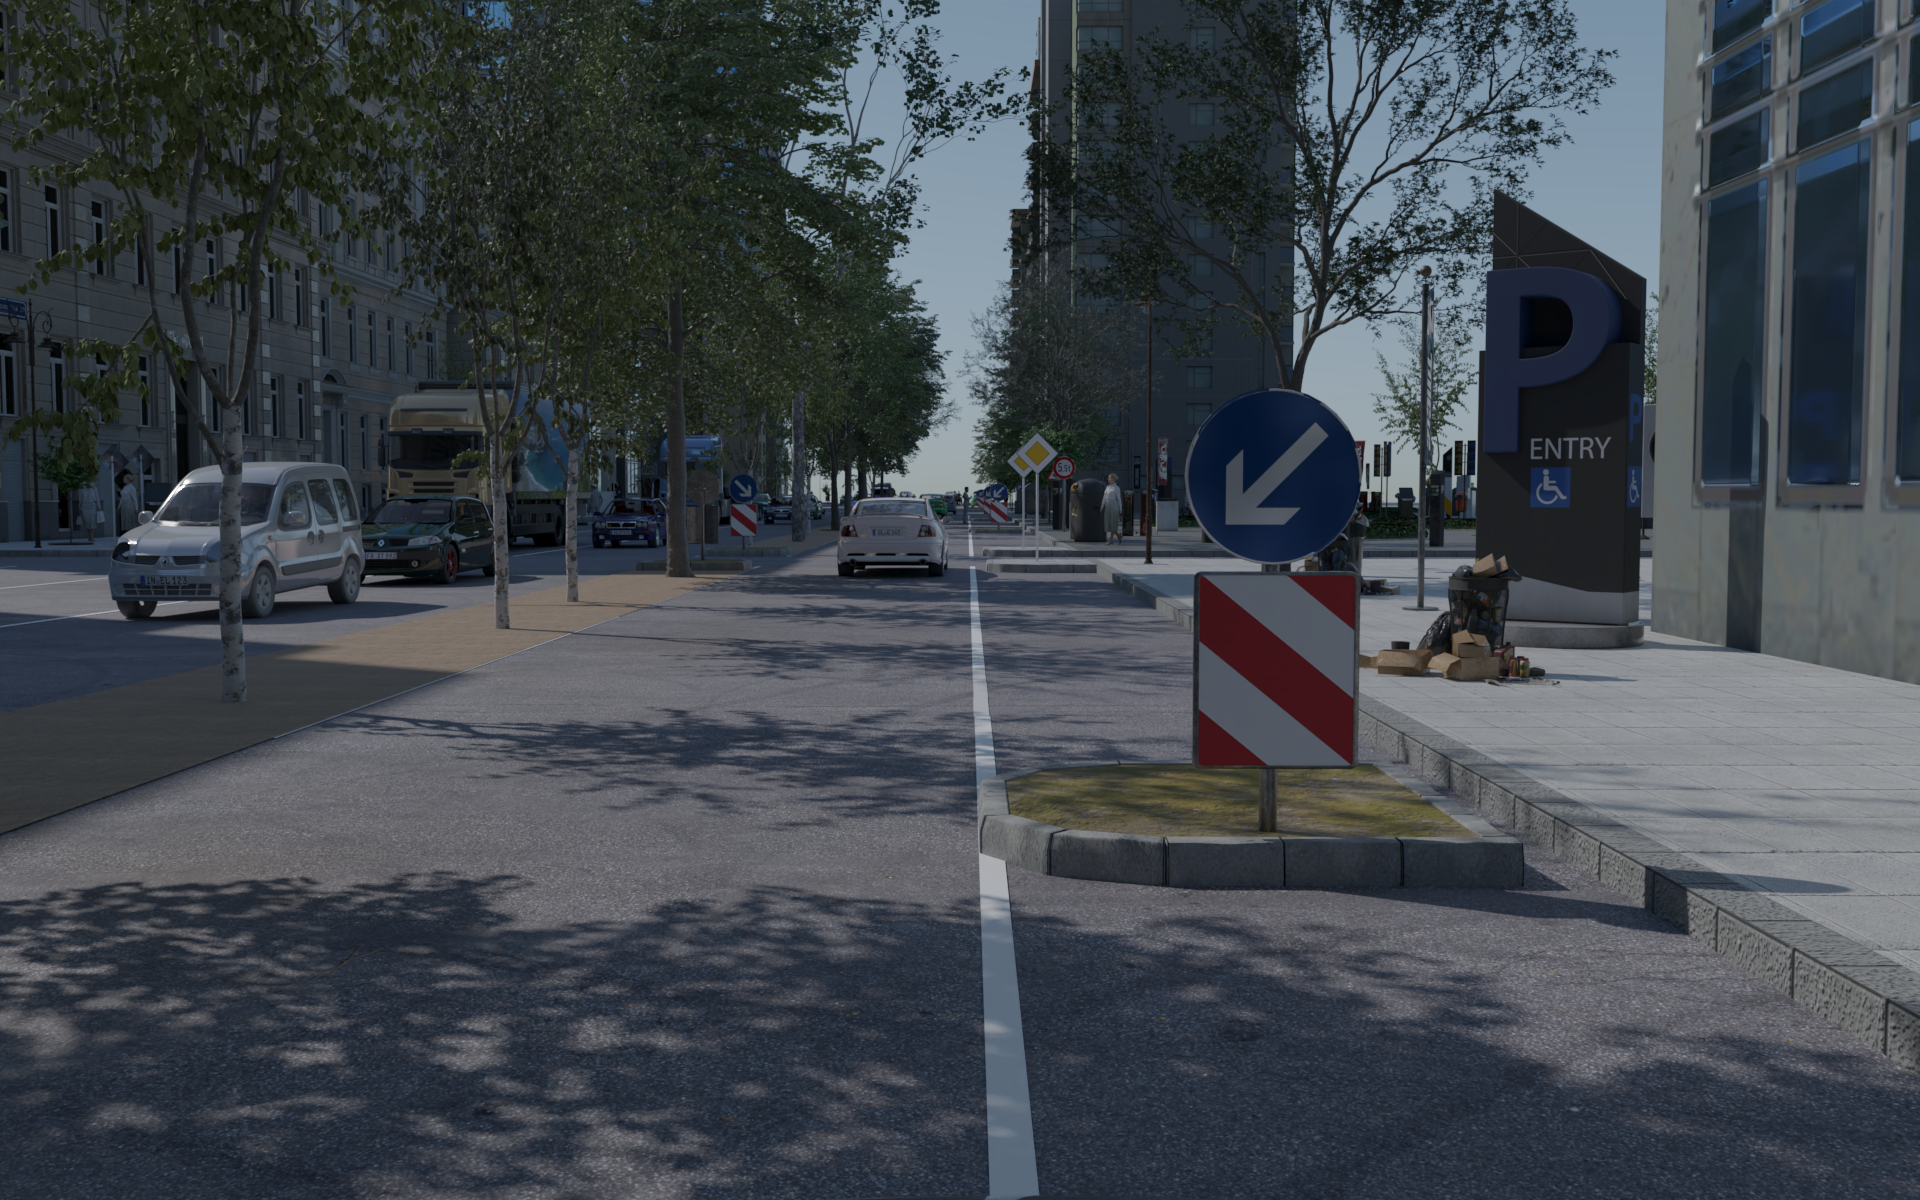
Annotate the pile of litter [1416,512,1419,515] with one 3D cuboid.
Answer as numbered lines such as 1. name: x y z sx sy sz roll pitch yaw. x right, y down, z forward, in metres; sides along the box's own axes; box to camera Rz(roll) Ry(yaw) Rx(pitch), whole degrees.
1. pile of litter: 28.966 -5.664 106.572 1.719 0.858 1.176 2 4 25

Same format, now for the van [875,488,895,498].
1. van: -7.373 -9.964 167.295 2.240 2.365 5.245 0 4 2

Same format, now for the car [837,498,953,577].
1. car: -1.175 -1.169 31.478 2.083 1.381 4.827 0 4 1

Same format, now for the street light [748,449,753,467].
1. street light: -21.461 -12.531 177.669 0.468 5.910 1.993 0 4 0

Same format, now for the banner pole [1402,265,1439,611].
1. banner pole: 5.069 -1.762 18.826 0.401 3.779 0.863 0 4 7

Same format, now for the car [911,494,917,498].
1. car: -7.588 -15.724 265.885 1.959 1.807 4.718 0 4 0

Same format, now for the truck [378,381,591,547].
1. truck: -12.136 -3.439 45.146 2.839 4.237 11.283 0 4 1

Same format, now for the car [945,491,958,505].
1. car: -1.211 -13.908 236.062 2.281 1.827 5.304 0 4 0

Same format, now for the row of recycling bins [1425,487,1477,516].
1. row of recycling bins: 29.109 -5.848 102.730 3.534 1.692 1.069 2 4 33

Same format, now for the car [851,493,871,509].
1. car: -6.830 -6.871 121.925 1.945 1.707 3.694 0 4 1

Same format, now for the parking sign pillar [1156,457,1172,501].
1. parking sign pillar: 10.754 -6.297 91.425 1.447 3.967 1.447 -1 4 -14

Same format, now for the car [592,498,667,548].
1. car: -8.898 -2.118 47.205 1.945 1.354 3.894 0 4 -1

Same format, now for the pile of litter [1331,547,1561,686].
1. pile of litter: 3.516 0.101 12.321 1.176 0.858 1.719 0 4 -8

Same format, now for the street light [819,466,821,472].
1. street light: -21.054 -17.598 260.515 0.468 5.910 1.993 0 4 0

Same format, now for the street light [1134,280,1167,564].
1. street light: 3.471 -3.603 31.699 0.468 5.910 1.993 0 4 0

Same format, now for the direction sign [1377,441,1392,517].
1. direction sign: 18.327 -5.035 74.326 0.379 3.537 0.876 2 4 34

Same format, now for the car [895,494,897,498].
1. car: -7.879 -10.774 184.833 2.281 1.827 5.304 0 4 0

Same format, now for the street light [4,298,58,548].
1. street light: -21.948 -4.175 41.052 0.468 5.910 1.993 0 4 0

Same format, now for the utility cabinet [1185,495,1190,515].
1. utility cabinet: 13.875 -5.780 105.656 0.306 1.237 1.020 1 4 10

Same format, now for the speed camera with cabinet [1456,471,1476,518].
1. speed camera with cabinet: 24.462 -5.467 83.724 0.660 3.252 2.038 2 4 27

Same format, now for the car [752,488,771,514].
1. car: -12.782 -6.145 109.265 1.959 1.807 4.718 0 4 -1

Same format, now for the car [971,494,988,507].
1. car: 2.032 -10.390 178.672 1.959 1.807 4.718 0 4 -2

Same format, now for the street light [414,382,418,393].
1. street light: -21.871 -5.984 70.618 0.468 5.910 1.993 0 4 0

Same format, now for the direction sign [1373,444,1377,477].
1. direction sign: 19.156 -5.302 78.685 0.876 3.537 0.379 -1 4 -22

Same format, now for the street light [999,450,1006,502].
1. street light: 4.144 -11.560 161.787 0.468 5.910 1.993 0 4 0

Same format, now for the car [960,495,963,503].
1. car: -0.495 -15.463 265.395 1.945 1.354 3.894 0 4 -1

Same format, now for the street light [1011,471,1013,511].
1. street light: 3.969 -9.724 131.768 0.468 5.910 1.993 0 4 0

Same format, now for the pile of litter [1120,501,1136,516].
1. pile of litter: 9.546 -5.431 102.757 1.719 0.858 1.176 1 4 9

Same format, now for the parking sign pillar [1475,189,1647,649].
1. parking sign pillar: 5.166 -1.618 14.925 1.447 3.967 1.447 3 4 39

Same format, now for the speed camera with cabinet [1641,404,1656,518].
1. speed camera with cabinet: 6.475 -1.397 17.180 2.038 3.252 0.660 3 4 37

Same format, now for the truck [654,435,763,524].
1. truck: -12.010 -5.823 84.968 2.967 4.110 18.799 0 4 0

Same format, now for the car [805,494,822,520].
1. car: -8.779 -5.238 97.434 2.131 1.459 4.920 0 4 0

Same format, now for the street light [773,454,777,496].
1. street light: -21.384 -13.948 200.835 0.468 5.910 1.993 0 4 0

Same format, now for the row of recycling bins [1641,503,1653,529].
1. row of recycling bins: 26.589 -3.521 64.677 3.534 1.692 1.069 -1 4 -19

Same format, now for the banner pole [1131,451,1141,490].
1. banner pole: 10.072 -6.717 99.838 0.863 3.779 0.401 3 5 39

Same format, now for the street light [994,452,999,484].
1. street light: 4.266 -13.375 191.472 0.468 5.910 1.993 0 4 0

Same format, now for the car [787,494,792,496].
1. car: -11.231 -6.637 118.733 2.015 1.641 3.980 0 4 0

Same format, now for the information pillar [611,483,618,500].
1. information pillar: -22.569 -6.647 113.172 0.304 2.012 0.304 -3 5 -43

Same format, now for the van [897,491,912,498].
1. van: -7.273 -13.546 228.493 2.013 2.044 4.112 0 4 1

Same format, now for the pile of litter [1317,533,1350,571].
1. pile of litter: 5.058 -0.532 22.656 1.176 0.858 1.719 -1 4 -9

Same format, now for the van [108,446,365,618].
1. van: -8.810 -0.875 21.313 2.013 2.044 4.112 0 4 2

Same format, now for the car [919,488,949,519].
1. car: -1.671 -5.696 101.925 1.959 1.807 4.718 0 4 2

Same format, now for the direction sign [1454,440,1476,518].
1. direction sign: 21.257 -4.952 72.964 0.876 3.537 0.379 2 4 28

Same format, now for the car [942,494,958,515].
1. car: -1.127 -6.772 122.721 2.014 1.417 4.499 0 4 -1

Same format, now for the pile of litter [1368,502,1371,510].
1. pile of litter: 26.071 -5.818 109.096 1.719 0.858 1.176 1 4 11

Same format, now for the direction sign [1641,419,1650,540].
1. direction sign: 19.307 -3.477 48.841 0.379 3.537 0.876 1 4 13

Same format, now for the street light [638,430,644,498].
1. street light: -21.776 -8.902 118.331 0.468 5.910 1.993 0 4 0

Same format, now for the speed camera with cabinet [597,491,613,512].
1. speed camera with cabinet: -23.024 -7.056 109.693 2.038 3.252 0.660 -1 4 -21

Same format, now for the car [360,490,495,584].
1. car: -8.903 -1.161 28.772 2.009 1.686 4.222 0 4 1

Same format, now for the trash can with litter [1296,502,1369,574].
1. trash can with litter: 5.798 -0.954 26.984 1.055 1.170 0.624 0 4 4

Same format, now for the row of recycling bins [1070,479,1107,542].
1. row of recycling bins: 3.570 -2.482 47.690 1.069 1.692 3.534 0 4 2

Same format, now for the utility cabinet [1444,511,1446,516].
1. utility cabinet: 27.841 -5.448 100.229 0.306 1.237 1.020 0 4 -3

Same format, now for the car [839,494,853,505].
1. car: -15.142 -13.433 231.629 2.014 1.417 4.499 0 4 -1

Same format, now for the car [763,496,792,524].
1. car: -8.412 -4.303 82.927 1.945 1.354 3.894 0 4 -1
